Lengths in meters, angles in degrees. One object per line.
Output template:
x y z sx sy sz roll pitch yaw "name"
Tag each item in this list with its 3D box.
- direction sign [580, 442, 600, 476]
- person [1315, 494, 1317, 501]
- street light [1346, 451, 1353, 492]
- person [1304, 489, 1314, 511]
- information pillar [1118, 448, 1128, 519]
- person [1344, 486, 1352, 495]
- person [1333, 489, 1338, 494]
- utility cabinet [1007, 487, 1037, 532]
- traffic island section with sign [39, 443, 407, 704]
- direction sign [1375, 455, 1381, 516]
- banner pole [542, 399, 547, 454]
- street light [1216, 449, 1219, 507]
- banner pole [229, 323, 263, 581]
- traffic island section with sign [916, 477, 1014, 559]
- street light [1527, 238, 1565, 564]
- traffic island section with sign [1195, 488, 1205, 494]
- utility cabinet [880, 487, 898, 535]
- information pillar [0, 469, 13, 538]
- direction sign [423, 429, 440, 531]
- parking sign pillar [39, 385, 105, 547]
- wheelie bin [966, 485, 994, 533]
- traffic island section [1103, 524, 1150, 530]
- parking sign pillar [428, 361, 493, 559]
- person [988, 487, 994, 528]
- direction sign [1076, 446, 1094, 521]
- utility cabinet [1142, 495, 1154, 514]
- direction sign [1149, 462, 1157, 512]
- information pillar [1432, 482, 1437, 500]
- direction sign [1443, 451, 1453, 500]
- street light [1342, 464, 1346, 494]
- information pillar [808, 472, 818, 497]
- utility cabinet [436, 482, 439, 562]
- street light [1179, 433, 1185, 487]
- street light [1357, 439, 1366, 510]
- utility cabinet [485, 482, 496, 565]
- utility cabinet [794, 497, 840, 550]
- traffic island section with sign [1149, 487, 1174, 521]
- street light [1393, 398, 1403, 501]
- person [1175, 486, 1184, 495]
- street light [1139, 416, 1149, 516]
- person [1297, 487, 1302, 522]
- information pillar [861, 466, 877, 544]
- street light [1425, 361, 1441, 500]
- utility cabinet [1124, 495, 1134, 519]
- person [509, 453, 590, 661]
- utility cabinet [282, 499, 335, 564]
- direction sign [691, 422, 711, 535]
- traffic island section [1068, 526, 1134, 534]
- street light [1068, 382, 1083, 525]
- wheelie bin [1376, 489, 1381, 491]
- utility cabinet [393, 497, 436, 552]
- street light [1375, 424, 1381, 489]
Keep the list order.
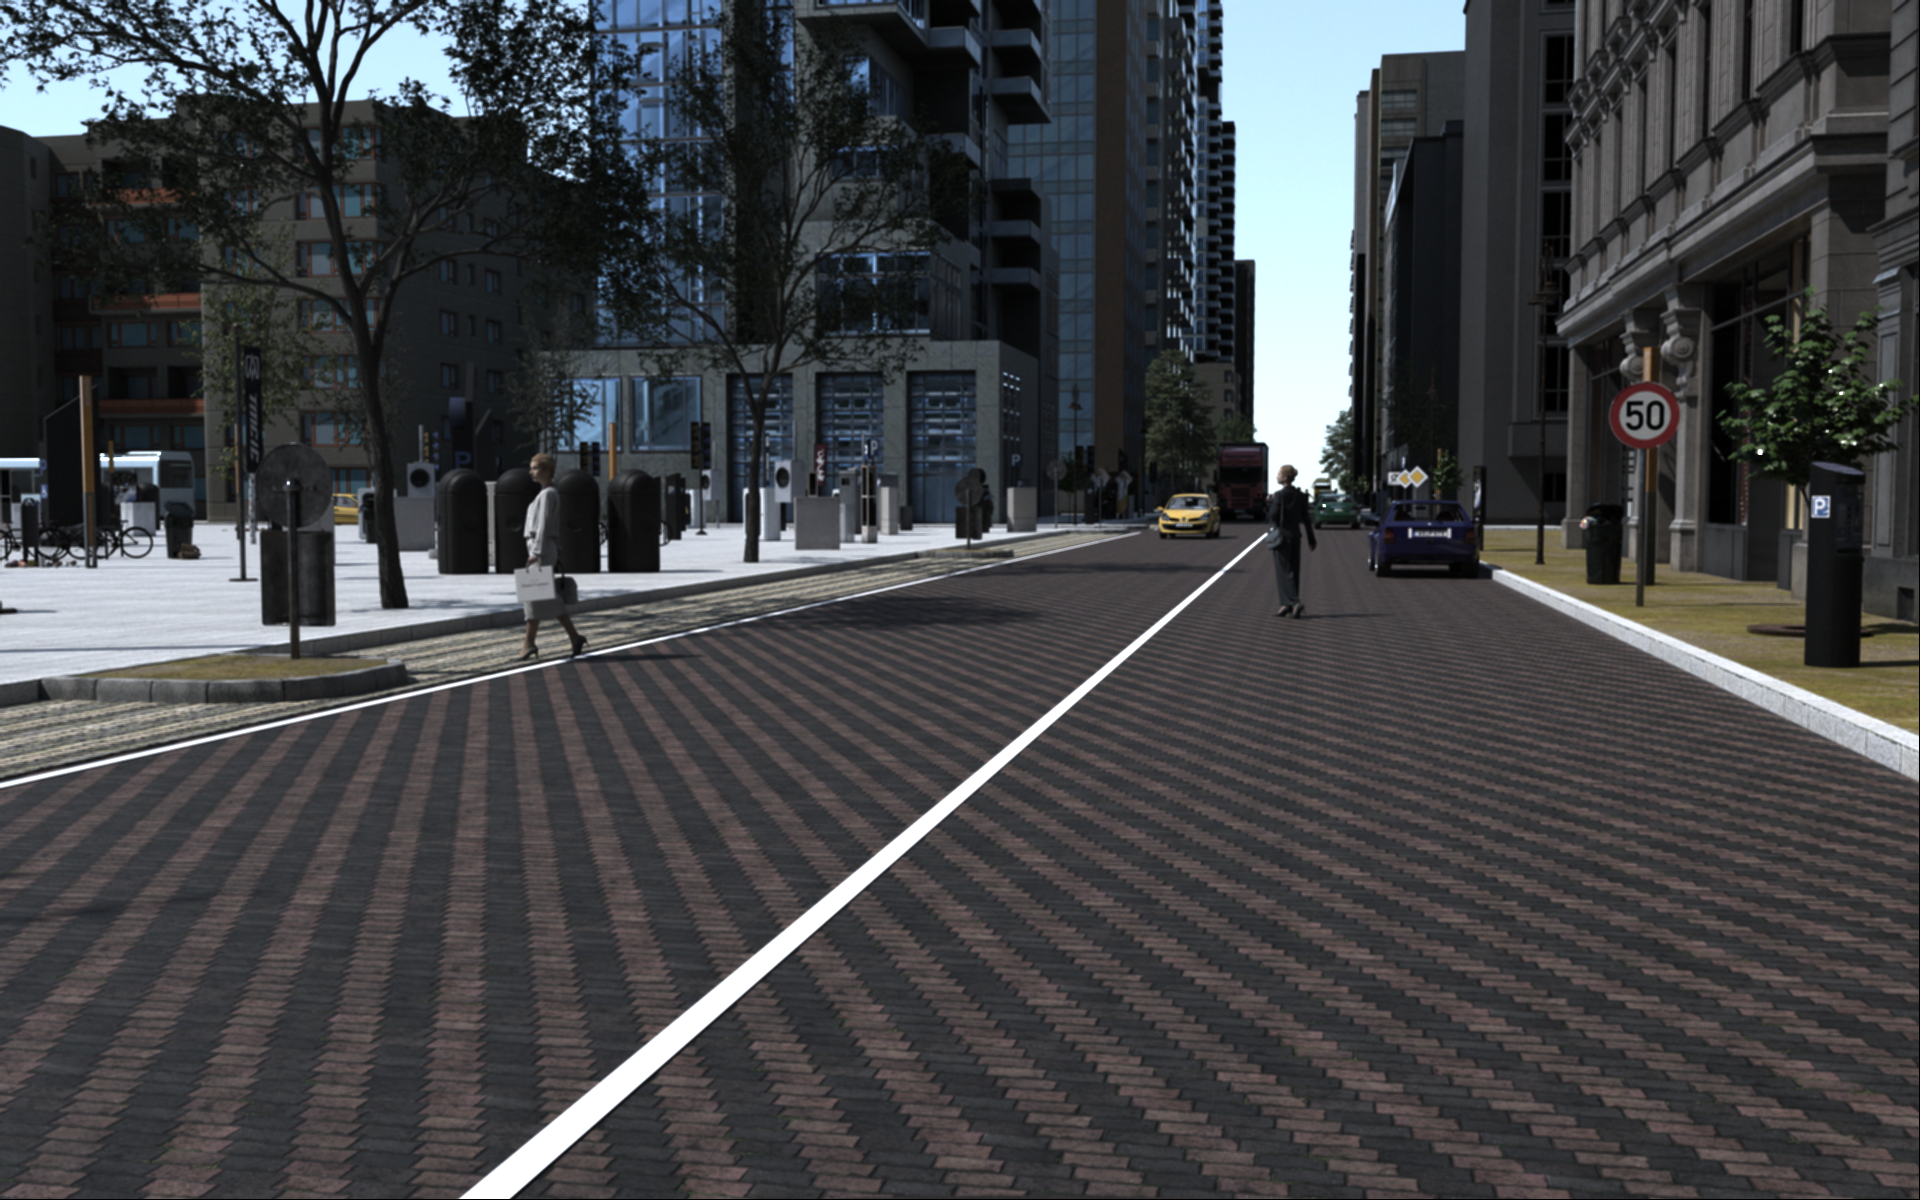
-16.077 -5.095 75.299 0.876 3.537 0.379 -2 4 -30 "direction sign"
43.066 -12.082 209.265 0.599 1.433 0.991 -1 4 -10 "person"
42.431 -13.158 187.917 0.468 5.910 1.993 1 4 11 "street light"
30.159 -8.723 150.751 1.348 1.869 0.705 0 4 -1 "person"
8.228 -5.886 87.592 0.504 3.616 0.183 -1 4 -16 "information pillar"
19.229 -4.738 85.884 0.656 1.842 0.836 3 5 39 "person"
28.503 -7.528 131.391 0.447 1.846 0.655 0 4 4 "person"
2.057 -3.005 57.808 0.318 1.500 1.173 3 5 42 "utility cabinet"
-5.219 -0.250 12.723 1.989 1.847 2.006 1 4 11 "traffic island section with sign"
24.292 -6.635 100.475 0.379 3.537 0.876 0 4 -2 "direction sign"
-10.942 -3.408 45.732 0.401 3.779 0.863 -1 4 -16 "banner pole"
26.232 -12.461 176.532 0.468 5.910 1.993 1 4 11 "street light"
-10.559 -2.183 25.713 0.401 3.779 0.863 1 4 8 "banner pole"
0.158 -1.866 39.138 1.989 1.847 2.006 1 4 11 "traffic island section with sign"
10.607 -3.591 31.495 0.468 5.910 1.993 1 4 11 "street light"
16.682 -6.813 120.020 1.989 1.847 2.006 1 4 11 "traffic island section with sign"
-2.220 -2.806 54.551 0.318 1.500 1.173 -1 4 -16 "utility cabinet"
-27.669 -2.796 50.200 0.304 2.012 0.304 -2 4 -35 "information pillar"
-18.441 -4.186 60.437 0.876 3.537 0.379 2 4 35 "direction sign"
-21.808 -3.301 42.447 1.447 3.967 1.447 3 4 37 "parking sign pillar"
0.673 -3.019 57.273 0.980 1.594 0.693 -1 4 -20 "wheelie bin"
6.702 -2.990 71.164 2.009 0.180 2.903 1 4 11 "traffic island section"
-9.913 -2.823 34.636 1.447 3.967 1.447 -1 4 -13 "parking sign pillar"
1.080 -3.757 70.023 0.694 1.812 0.767 -2 4 -33 "person"
5.878 -5.470 81.431 0.876 3.537 0.379 1 4 19 "direction sign"
12.442 -6.327 114.606 0.306 1.237 1.020 3 5 44 "utility cabinet"
13.584 -7.942 121.843 0.379 3.537 0.876 3 5 41 "direction sign"
23.128 -4.873 84.160 0.304 2.012 0.304 -2 4 -26 "information pillar"
25.545 -6.066 91.182 0.876 3.537 0.379 -1 4 -13 "direction sign"
48.322 -14.934 216.956 0.468 5.910 1.993 1 4 11 "street light"
-4.933 -3.282 58.153 0.304 2.012 0.304 0 4 -1 "information pillar"
-9.755 -1.480 32.884 0.318 1.500 1.173 -1 4 -15 "utility cabinet"
16.694 -9.627 130.183 0.468 5.910 1.993 1 4 11 "street light"
33.027 -10.351 142.025 0.468 5.910 1.993 1 4 11 "street light"
-8.721 -1.375 31.165 1.173 1.500 0.318 2 4 27 "utility cabinet"
-3.292 -1.755 39.859 1.020 1.237 0.306 -1 4 -12 "utility cabinet"
11.292 -5.198 93.607 1.989 1.847 2.006 1 4 11 "traffic island section with sign"
21.111 -6.773 83.531 0.468 5.910 1.993 1 4 11 "street light"
11.246 -4.890 88.419 0.573 1.828 0.580 -3 5 -43 "person"
10.680 -7.824 100.707 0.468 5.910 1.993 1 4 11 "street light"
17.490 -4.962 89.835 0.583 1.804 0.606 1 4 9 "person"
-2.358 -2.480 45.046 0.304 2.012 0.304 -3 4 -37 "information pillar"
16.500 -5.367 60.533 0.468 5.910 1.993 1 4 11 "street light"
8.669 -4.786 89.409 0.306 1.237 1.020 -1 4 -12 "utility cabinet"
-3.536 -0.369 14.883 0.624 1.780 0.694 0 4 3 "person"
-11.737 -1.228 31.240 0.306 1.237 1.020 1 4 22 "utility cabinet"
-8.156 -3.826 54.545 0.379 3.537 0.876 2 4 34 "direction sign"
5.105 -2.511 63.339 2.009 0.180 2.903 1 4 11 "traffic island section"
4.775 -6.048 71.671 0.468 5.910 1.993 1 4 11 "street light"
26.242 -6.150 108.461 0.693 1.594 0.980 3 4 36 "wheelie bin"
-12.320 -1.693 38.846 1.020 1.237 0.306 -2 4 -28 "utility cabinet"
27.181 -8.547 112.534 0.468 5.910 1.993 1 4 11 "street light"
